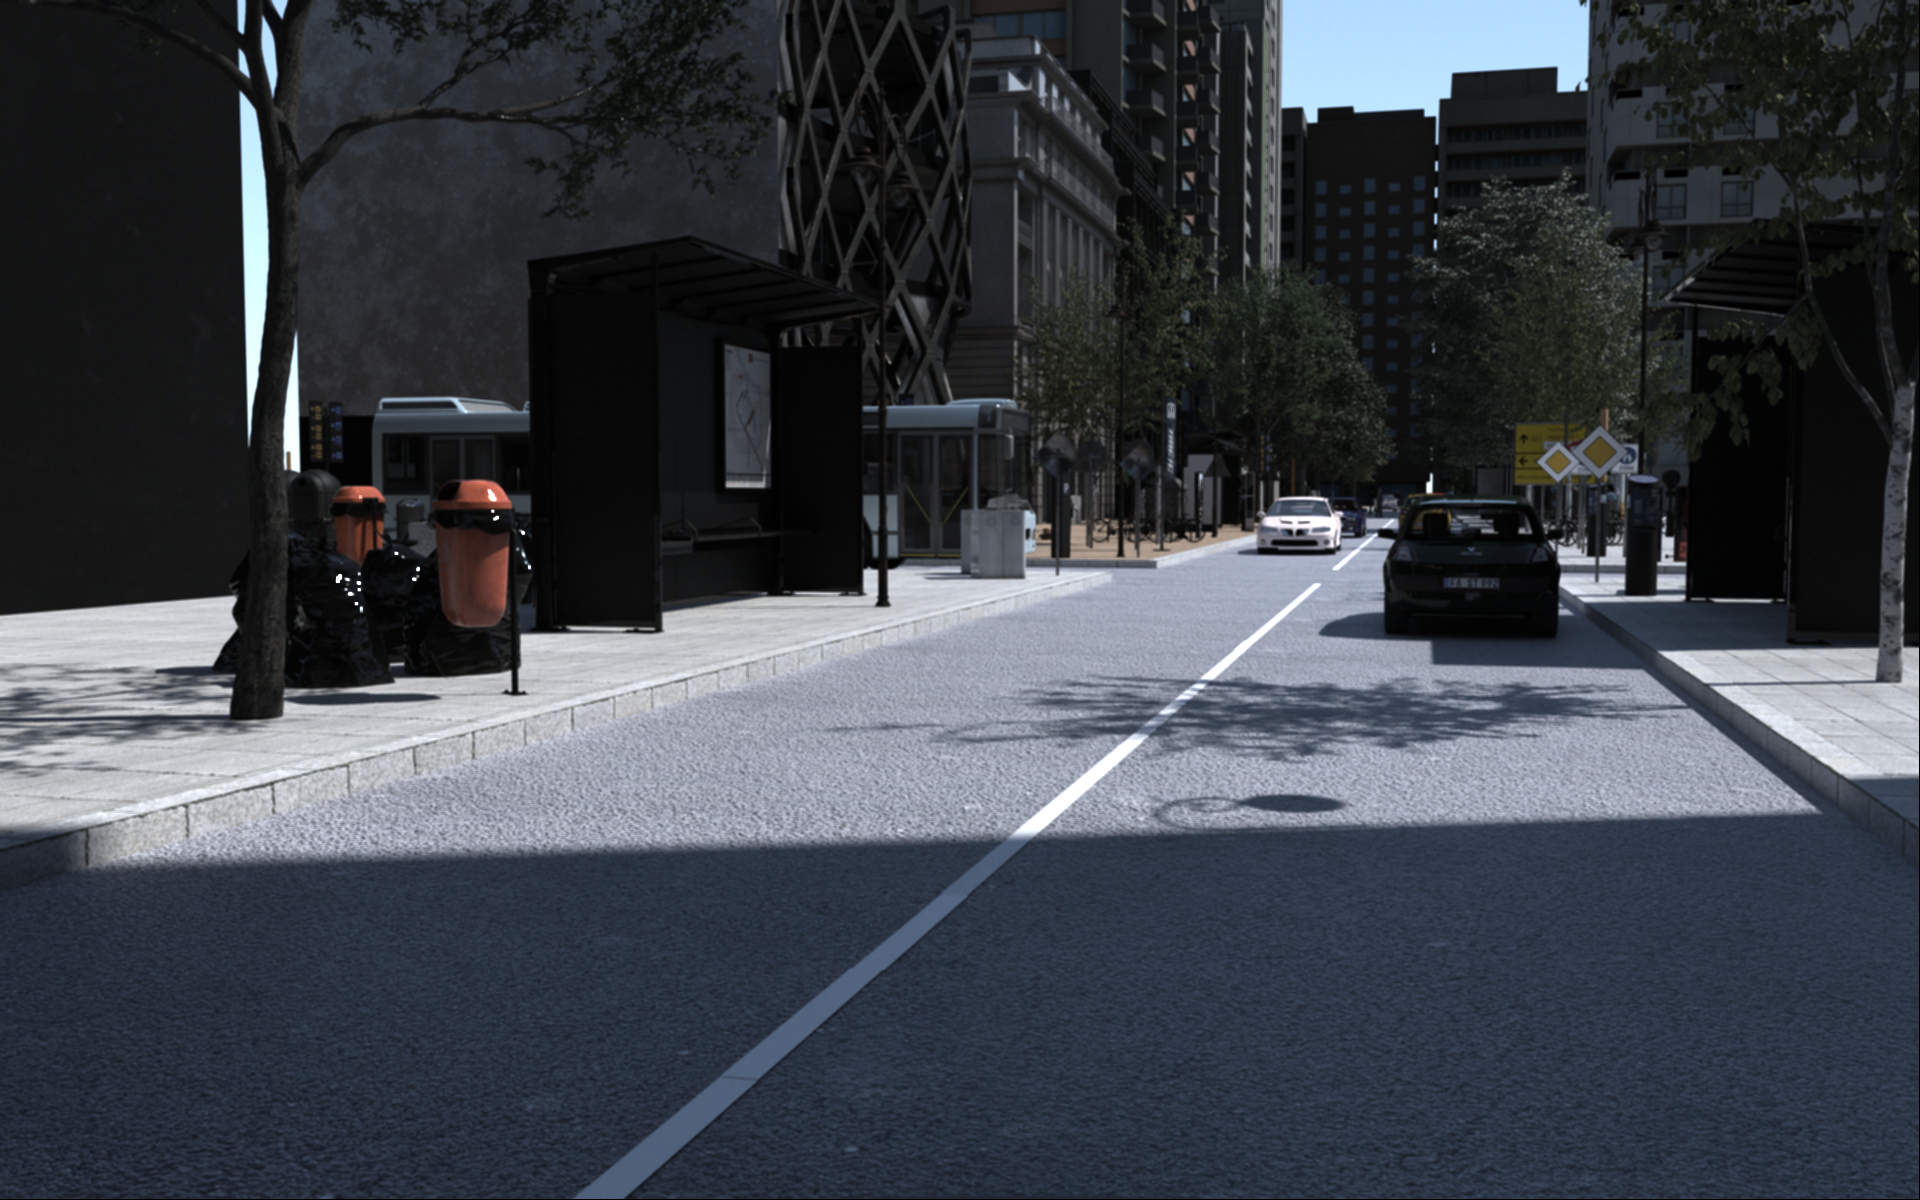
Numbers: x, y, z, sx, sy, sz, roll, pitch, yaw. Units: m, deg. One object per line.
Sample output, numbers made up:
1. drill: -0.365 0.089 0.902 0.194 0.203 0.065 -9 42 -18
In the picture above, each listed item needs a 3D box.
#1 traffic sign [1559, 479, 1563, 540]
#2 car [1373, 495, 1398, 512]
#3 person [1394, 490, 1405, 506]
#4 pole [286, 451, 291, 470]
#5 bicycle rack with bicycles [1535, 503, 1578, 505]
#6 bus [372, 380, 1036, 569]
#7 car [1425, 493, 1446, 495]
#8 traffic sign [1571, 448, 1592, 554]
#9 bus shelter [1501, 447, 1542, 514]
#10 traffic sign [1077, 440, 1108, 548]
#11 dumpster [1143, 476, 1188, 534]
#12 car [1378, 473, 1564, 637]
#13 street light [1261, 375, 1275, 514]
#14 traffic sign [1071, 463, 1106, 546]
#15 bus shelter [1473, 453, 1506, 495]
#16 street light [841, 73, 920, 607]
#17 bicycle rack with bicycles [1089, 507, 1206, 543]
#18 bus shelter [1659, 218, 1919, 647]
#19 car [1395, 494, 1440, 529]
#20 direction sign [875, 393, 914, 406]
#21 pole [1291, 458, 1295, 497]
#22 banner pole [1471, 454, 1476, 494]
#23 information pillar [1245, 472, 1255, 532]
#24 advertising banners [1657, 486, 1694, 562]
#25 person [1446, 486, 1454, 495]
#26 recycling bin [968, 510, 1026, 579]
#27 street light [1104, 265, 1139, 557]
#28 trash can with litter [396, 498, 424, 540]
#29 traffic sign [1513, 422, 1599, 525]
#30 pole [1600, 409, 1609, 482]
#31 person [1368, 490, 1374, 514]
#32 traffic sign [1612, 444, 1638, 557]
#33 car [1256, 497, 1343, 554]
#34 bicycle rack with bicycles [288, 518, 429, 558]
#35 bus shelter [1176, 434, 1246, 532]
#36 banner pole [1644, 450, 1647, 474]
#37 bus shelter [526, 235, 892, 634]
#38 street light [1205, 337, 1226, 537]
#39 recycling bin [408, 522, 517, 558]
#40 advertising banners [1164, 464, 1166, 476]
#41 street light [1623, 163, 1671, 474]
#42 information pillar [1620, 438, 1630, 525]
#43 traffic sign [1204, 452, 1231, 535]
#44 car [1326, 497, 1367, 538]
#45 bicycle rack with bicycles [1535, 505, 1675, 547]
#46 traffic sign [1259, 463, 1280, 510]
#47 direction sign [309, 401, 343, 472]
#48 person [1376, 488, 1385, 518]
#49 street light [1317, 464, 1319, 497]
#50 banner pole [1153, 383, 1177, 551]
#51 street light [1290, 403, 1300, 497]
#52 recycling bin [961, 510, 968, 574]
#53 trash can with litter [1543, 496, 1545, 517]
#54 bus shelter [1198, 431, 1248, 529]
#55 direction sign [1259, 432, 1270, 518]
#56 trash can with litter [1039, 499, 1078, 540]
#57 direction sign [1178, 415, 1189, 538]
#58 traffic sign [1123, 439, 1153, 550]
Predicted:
1. traffic sign: 16.884 -2.970 48.662 0.768 2.556 0.104 2 4 24
2. car: 35.159 -8.002 143.187 2.083 1.381 4.827 1 4 13
3. person: 40.176 -9.164 158.858 1.217 1.766 0.721 2 4 33
4. pole: -32.082 -5.443 82.830 0.158 3.312 0.155 0 3 0
5. bicycle rack with bicycles: 21.711 -2.940 61.451 2.852 0.926 2.925 -3 5 -44
6. bus: -4.430 -2.290 32.299 13.247 3.499 2.948 1 4 16
7. car: 24.607 -4.944 89.870 2.155 1.783 4.494 1 4 15
8. traffic sign: 13.416 -2.146 37.220 0.606 2.300 0.079 1 4 22
9. bus shelter: 25.506 -6.125 77.770 2.179 5.291 8.768 1 4 15
10. traffic sign: 3.100 -2.494 40.887 0.768 2.556 0.104 1 4 21
11. dumpster: 6.648 -3.080 56.122 1.264 1.857 1.865 1 4 15
12. car: 5.568 -0.558 18.914 2.009 1.686 4.222 1 4 16
13. street light: 11.935 -5.778 67.255 0.468 5.910 1.993 1 4 15
14. traffic sign: 3.127 -2.589 42.338 0.884 2.594 0.081 2 4 24
15. bus shelter: 26.878 -5.707 87.241 2.014 3.302 5.546 1 4 15
16. street light: -0.879 -2.863 19.604 0.468 5.910 1.993 1 4 15
17. bicycle rack with bicycles: 5.211 -2.027 46.522 2.925 0.926 2.852 2 4 26
18. bus shelter: 8.383 -1.608 17.575 1.731 3.624 6.357 1 4 15
19. car: 15.767 -2.966 58.721 2.015 1.641 3.980 1 4 15
20. direction sign: -1.474 -2.885 39.162 0.876 3.537 0.379 -1 4 -15
21. pole: 19.004 -6.422 98.839 0.158 3.312 0.155 0 3 0
22. banner pole: 28.630 -6.519 96.603 0.401 3.779 0.863 0 4 1
23. information pillar: 9.867 -3.330 58.935 0.304 2.012 0.304 1 4 11
24. advertising banners: 13.747 -2.239 32.788 2.074 3.025 0.090 -1 4 -11
25. person: 21.229 -4.052 75.090 0.444 1.785 0.601 -1 4 -21
26. recycling bin: 0.580 -0.851 26.474 0.722 1.027 0.722 -1 4 -11
27. street light: 3.283 -3.816 35.176 0.468 5.910 1.993 1 4 15
28. trash can with litter: -8.902 -1.115 29.290 1.678 1.210 2.233 2 4 33
29. traffic sign: 16.873 -3.379 49.117 2.265 3.308 0.079 1 4 23
30. pole: 15.396 -2.914 41.488 0.158 3.312 0.155 0 3 0
31. person: 29.050 -6.898 122.113 0.721 1.723 1.217 1 4 18
32. traffic sign: 13.466 -2.012 35.033 0.606 2.300 0.079 1 4 15
33. car: 8.412 -1.858 42.740 2.083 1.381 4.827 1 4 15
34. bicycle rack with bicycles: -8.984 -0.748 25.615 2.852 0.926 2.925 1 4 11
35. bus shelter: 8.769 -4.105 61.042 2.014 3.302 5.546 1 4 15
36. banner pole: 34.273 -5.940 87.136 0.863 3.779 0.401 -3 4 -36
37. bus shelter: -2.481 -1.694 18.983 1.731 3.624 6.357 1 4 15
38. street light: 7.542 -4.798 51.234 0.468 5.910 1.993 1 4 15
39. recycling bin: -4.416 -0.176 15.427 0.722 1.027 0.722 1 4 11
40. advertising banners: 12.562 -6.331 99.704 2.074 3.025 0.090 2 4 30
41. street light: 9.699 -3.168 24.589 0.468 5.910 1.993 1 4 15
42. information pillar: 27.665 -4.933 72.009 0.504 3.616 0.183 -2 4 -33
43. traffic sign: 7.973 -3.286 53.723 0.884 2.594 0.081 2 4 25
44. car: 12.690 -2.784 58.092 1.945 1.354 3.894 1 4 16
45. bicycle rack with bicycles: 15.894 -1.835 43.389 2.925 0.926 2.852 0 4 -4
46. traffic sign: 12.608 -4.320 70.629 0.884 2.594 0.081 2 4 23
47. direction sign: -15.509 -3.085 42.431 0.379 3.537 0.876 3 4 39
48. person: 25.575 -5.906 105.240 0.590 1.801 0.661 1 4 21
49. street light: 20.659 -7.781 100.007 0.468 5.910 1.993 1 4 15
50. banner pole: 4.707 -3.013 39.286 0.401 3.779 0.863 3 4 36
51. street light: 16.271 -6.801 83.985 0.468 5.910 1.993 1 4 15
52. recycling bin: 0.499 -0.934 27.820 0.722 1.027 0.722 3 4 38
53. trash can with litter: 30.152 -4.790 89.704 0.624 1.170 1.055 1 4 21
54. bus shelter: 10.041 -4.659 67.461 1.731 3.624 6.357 1 4 15
55. direction sign: 11.193 -4.386 63.700 0.379 3.537 0.876 2 4 33
56. trash can with litter: 2.761 -2.293 48.879 1.055 1.170 0.624 -3 5 -42
57. direction sign: 6.451 -3.559 50.193 0.379 3.537 0.876 -1 4 -10
58. traffic sign: 4.079 -2.440 39.994 0.768 2.556 0.104 2 4 25
